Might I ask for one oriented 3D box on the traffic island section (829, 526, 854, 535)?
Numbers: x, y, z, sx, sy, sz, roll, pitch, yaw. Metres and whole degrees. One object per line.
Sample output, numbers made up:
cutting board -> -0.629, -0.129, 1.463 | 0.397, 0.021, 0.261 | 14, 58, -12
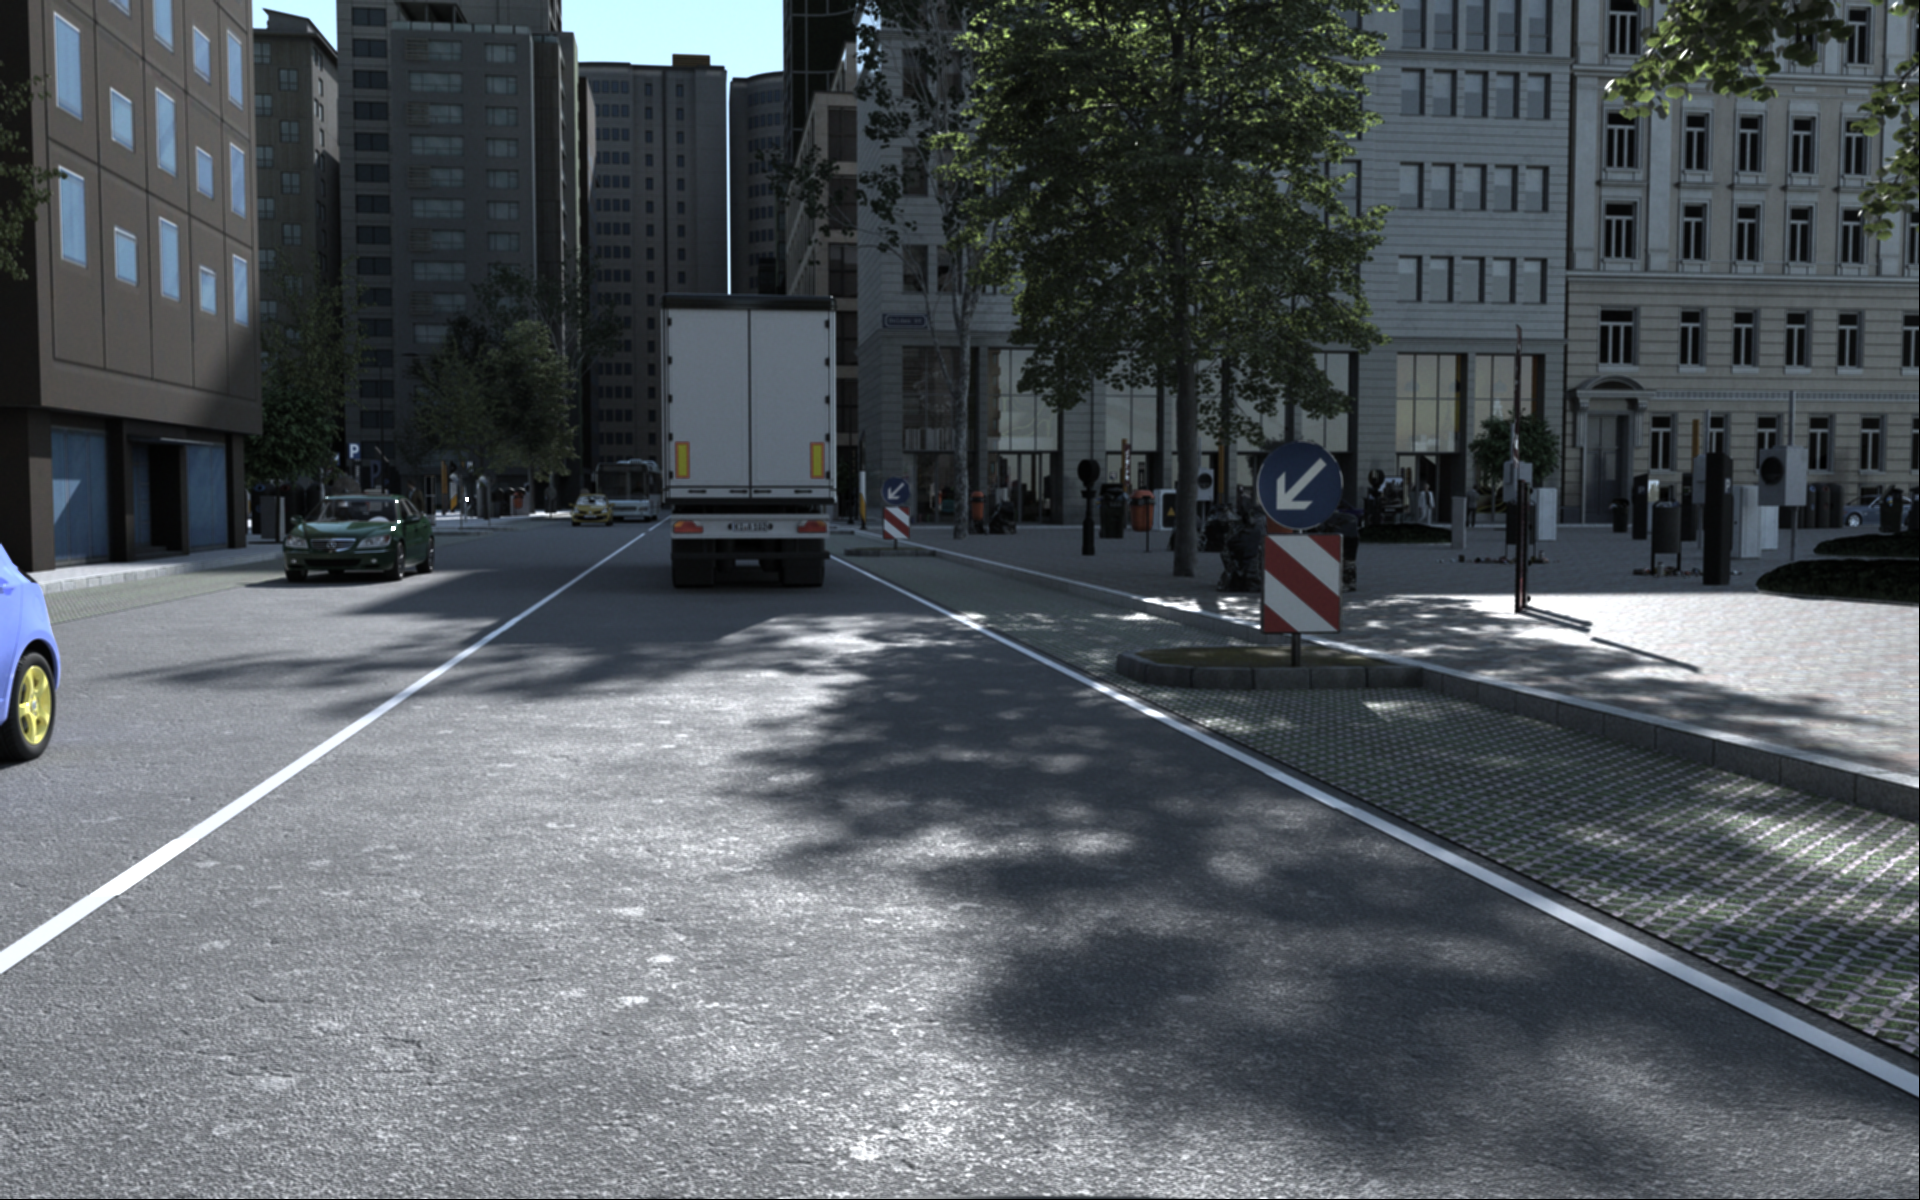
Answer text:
traffic island section -> -4.921, -2.448, 62.314 | 2.009, 0.180, 2.903 | -1, 4, -8

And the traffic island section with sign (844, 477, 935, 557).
traffic island section with sign -> -1.679, -1.940, 40.354 | 1.989, 1.847, 2.006 | -1, 4, -8

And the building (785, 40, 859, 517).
building -> -0.906, -18.883, 113.248 | 19.350, 26.468, 34.151 | -1, 4, -8

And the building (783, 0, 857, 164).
building -> -8.962, -44.858, 171.677 | 20.563, 71.187, 20.611 | -1, 4, -8

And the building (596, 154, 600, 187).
building -> -55.641, -33.586, 203.754 | 28.867, 44.769, 22.147 | -1, 4, -8

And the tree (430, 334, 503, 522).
tree -> -22.714, -7.863, 78.923 | 4.737, 8.622, 4.395 | 0, 3, 0

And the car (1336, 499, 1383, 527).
car -> 14.532, -3.388, 67.969 | 3.894, 1.354, 1.945 | -1, 4, -9

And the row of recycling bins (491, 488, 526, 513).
row of recycling bins -> -30.745, -6.694, 116.560 | 1.069, 1.692, 3.534 | 3, 5, 40

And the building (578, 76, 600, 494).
building -> -45.538, -32.530, 181.970 | 14.600, 45.320, 14.200 | -1, 4, -8

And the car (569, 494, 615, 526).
car -> -16.569, -4.151, 78.098 | 2.015, 1.641, 3.980 | -1, 4, -9

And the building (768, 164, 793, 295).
building -> -9.489, -23.451, 155.126 | 14.160, 30.474, 14.107 | -1, 4, -8

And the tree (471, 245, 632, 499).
tree -> -29.138, -16.745, 129.672 | 12.611, 20.169, 13.585 | 0, 3, 0

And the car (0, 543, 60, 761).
car -> -5.647, 0.100, 7.957 | 1.945, 1.707, 3.694 | 0, 4, -7

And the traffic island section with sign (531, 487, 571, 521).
traffic island section with sign -> -21.883, -5.146, 92.759 | 1.989, 1.847, 2.006 | -1, 4, -8

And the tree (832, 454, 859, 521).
tree -> -5.546, -5.433, 83.431 | 1.663, 3.219, 1.824 | 0, 3, 0

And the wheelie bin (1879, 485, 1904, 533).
wheelie bin -> 30.911, -3.031, 57.467 | 0.693, 1.594, 0.980 | 1, 4, 17

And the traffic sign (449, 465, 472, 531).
traffic sign -> -17.405, -3.472, 60.415 | 0.795, 2.450, 0.064 | -1, 4, -8

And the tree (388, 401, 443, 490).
tree -> -42.251, -11.219, 133.797 | 4.360, 8.622, 3.978 | 0, 3, 0

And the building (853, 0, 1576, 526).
building -> 10.601, -18.326, 77.118 | 29.804, 29.767, 11.434 | -1, 4, -8

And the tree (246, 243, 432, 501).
tree -> -18.794, -6.114, 50.322 | 4.737, 8.622, 4.395 | 0, 3, 0

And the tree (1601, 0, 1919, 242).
tree -> 5.578, -5.499, 8.029 | 7.486, 12.596, 7.792 | 0, 3, 0

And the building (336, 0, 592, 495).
building -> -45.969, -44.361, 163.555 | 20.563, 71.187, 20.611 | -1, 4, -8

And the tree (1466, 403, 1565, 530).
tree -> 19.851, -4.784, 61.931 | 4.285, 4.588, 4.351 | 0, 3, 0

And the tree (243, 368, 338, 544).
tree -> -17.837, -3.754, 45.086 | 4.285, 4.588, 4.351 | 0, 3, 0

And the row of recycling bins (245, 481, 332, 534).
row of recycling bins -> -21.904, -2.960, 55.511 | 3.534, 1.692, 1.069 | 0, 4, -1

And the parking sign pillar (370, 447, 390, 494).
parking sign pillar -> -32.868, -6.710, 98.185 | 1.447, 3.967, 1.447 | 3, 5, 41

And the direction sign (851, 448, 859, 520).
direction sign -> -5.125, -5.715, 85.443 | 0.379, 3.537, 0.876 | 2, 4, 27

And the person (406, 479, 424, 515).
person -> -15.032, -2.396, 47.589 | 0.656, 1.842, 0.836 | -1, 4, -10

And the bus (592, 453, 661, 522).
bus -> -17.368, -5.892, 91.199 | 2.948, 3.499, 13.247 | 0, 4, -7

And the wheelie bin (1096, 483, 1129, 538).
wheelie bin -> 4.451, -2.591, 50.267 | 0.980, 1.594, 0.693 | -1, 4, -12

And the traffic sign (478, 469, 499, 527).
traffic sign -> -18.575, -3.955, 68.314 | 0.795, 2.450, 0.064 | -1, 4, -8

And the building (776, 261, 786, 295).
building -> -8.061, -18.852, 137.901 | 12.332, 23.373, 15.834 | -1, 4, -8

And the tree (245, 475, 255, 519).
tree -> -35.926, -5.726, 88.214 | 1.663, 3.219, 1.824 | 0, 3, 0

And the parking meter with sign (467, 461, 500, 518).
parking meter with sign -> -25.557, -5.919, 93.035 | 0.543, 3.016, 1.738 | 3, 5, 39

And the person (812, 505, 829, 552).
person -> -3.575, -2.064, 42.347 | 0.635, 1.810, 0.391 | 2, 4, 26

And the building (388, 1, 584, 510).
building -> -39.993, -28.395, 147.847 | 14.154, 41.232, 14.086 | -1, 4, -8

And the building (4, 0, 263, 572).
building -> -22.634, -23.395, 32.622 | 14.600, 45.320, 14.200 | -1, 4, -8

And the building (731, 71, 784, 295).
building -> -17.299, -42.605, 238.596 | 28.212, 58.520, 21.231 | -1, 4, -8

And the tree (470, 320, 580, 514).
tree -> -28.400, -11.917, 112.965 | 7.486, 12.596, 7.792 | 0, 3, 0

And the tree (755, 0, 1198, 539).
tree -> 0.506, -11.881, 50.140 | 12.611, 20.169, 13.585 | 0, 3, 0

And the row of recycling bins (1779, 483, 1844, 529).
row of recycling bins -> 31.863, -3.535, 64.903 | 3.534, 1.692, 1.069 | -2, 4, -34

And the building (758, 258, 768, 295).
building -> -17.836, -27.011, 213.334 | 14.160, 30.474, 14.107 | -1, 4, -8

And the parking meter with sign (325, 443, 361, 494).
parking meter with sign -> -21.419, -3.870, 59.542 | 1.738, 3.016, 0.543 | 2, 4, 28

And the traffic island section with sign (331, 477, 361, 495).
traffic island section with sign -> -13.986, -1.880, 39.368 | 1.989, 1.847, 2.006 | -1, 4, -8

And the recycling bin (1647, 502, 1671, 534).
recycling bin -> 22.653, -2.669, 56.189 | 0.722, 1.027, 0.722 | 1, 4, 17

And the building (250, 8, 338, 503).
building -> -83.486, -37.124, 196.215 | 27.495, 52.752, 28.713 | -1, 4, -8

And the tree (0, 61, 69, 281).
tree -> -15.407, -4.587, 25.368 | 4.737, 8.622, 4.395 | 0, 3, 0

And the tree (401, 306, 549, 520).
tree -> -24.062, -9.300, 86.473 | 7.601, 10.594, 8.767 | 0, 4, -4

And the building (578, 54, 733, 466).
building -> -45.647, -42.344, 234.329 | 28.212, 58.520, 21.231 | -1, 4, -8

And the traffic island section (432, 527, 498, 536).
traffic island section -> -17.428, -2.336, 60.473 | 2.009, 0.180, 2.903 | -1, 4, -8

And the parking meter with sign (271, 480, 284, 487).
parking meter with sign -> -35.614, -5.757, 90.393 | 0.543, 3.016, 1.738 | 3, 5, 40

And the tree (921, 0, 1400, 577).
tree -> 3.144, -6.638, 26.662 | 7.486, 12.596, 7.792 | 0, 3, 0

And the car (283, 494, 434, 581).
car -> -10.340, -1.115, 30.029 | 2.131, 1.459, 4.920 | 0, 4, -7

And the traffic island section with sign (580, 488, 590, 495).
traffic island section with sign -> -25.861, -6.791, 119.664 | 1.989, 1.847, 2.006 | -1, 4, -8

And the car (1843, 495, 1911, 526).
car -> 38.681, -3.755, 73.401 | 4.499, 1.417, 2.014 | -1, 4, -10

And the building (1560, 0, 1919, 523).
building -> 35.060, -18.132, 82.366 | 20.117, 28.700, 13.634 | -1, 4, -8

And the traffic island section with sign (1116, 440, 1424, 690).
traffic island section with sign -> 2.297, -0.301, 13.549 | 1.989, 1.847, 2.006 | -1, 4, -8

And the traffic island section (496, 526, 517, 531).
traffic island section -> -18.597, -2.819, 68.373 | 2.009, 0.180, 2.903 | -1, 4, -8

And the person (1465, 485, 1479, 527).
person -> 20.029, -3.618, 67.832 | 0.592, 1.802, 0.473 | 1, 4, 20
